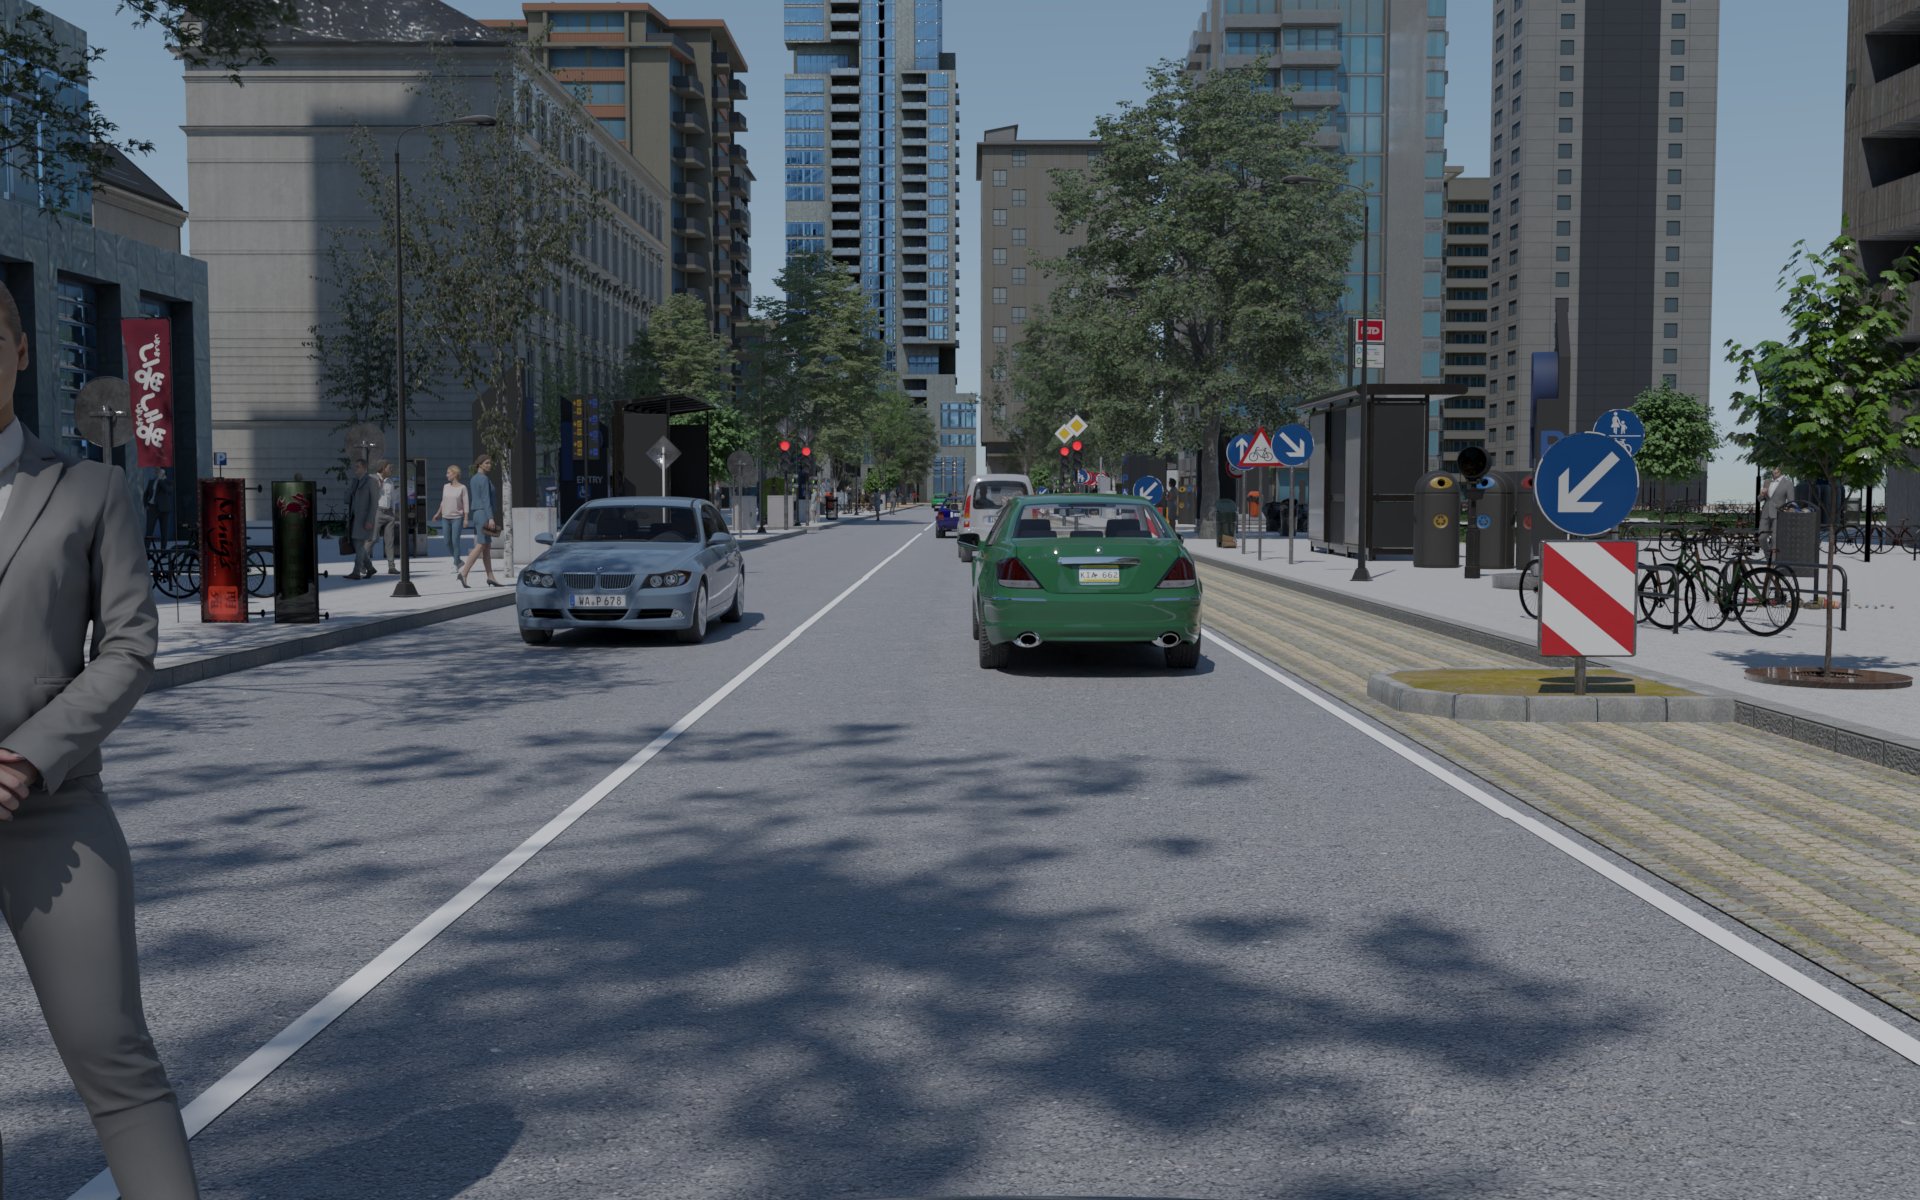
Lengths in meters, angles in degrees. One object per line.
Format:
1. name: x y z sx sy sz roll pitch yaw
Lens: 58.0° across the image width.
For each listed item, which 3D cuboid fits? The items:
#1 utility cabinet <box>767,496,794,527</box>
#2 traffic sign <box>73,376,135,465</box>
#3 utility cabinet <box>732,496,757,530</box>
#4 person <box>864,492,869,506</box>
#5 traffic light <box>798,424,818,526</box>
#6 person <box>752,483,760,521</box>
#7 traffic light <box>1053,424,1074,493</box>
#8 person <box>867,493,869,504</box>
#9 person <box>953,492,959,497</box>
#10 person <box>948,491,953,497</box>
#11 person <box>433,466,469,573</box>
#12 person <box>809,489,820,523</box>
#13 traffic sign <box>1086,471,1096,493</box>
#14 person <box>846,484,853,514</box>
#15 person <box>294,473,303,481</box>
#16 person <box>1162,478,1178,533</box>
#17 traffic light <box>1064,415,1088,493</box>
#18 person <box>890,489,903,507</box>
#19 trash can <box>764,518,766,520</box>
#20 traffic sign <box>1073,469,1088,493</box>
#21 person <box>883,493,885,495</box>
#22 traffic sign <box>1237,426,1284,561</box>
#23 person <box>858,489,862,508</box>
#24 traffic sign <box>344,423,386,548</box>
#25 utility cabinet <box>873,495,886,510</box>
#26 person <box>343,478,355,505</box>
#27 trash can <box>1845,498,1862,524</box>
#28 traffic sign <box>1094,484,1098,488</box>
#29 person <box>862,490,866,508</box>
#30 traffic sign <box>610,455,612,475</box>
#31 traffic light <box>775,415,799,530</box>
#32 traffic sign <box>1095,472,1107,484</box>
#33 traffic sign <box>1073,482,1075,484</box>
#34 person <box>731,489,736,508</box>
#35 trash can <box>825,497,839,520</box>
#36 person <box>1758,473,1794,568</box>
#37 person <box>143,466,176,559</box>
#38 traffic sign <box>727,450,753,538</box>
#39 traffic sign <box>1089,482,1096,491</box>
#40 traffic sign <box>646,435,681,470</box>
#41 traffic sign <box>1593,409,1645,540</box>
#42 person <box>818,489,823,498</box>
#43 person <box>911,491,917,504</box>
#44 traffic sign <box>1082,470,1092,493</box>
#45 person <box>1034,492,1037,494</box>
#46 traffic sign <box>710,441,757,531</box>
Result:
1. utility cabinet: -7.090 -3.504 68.444 1.020 1.237 0.306 0 4 -3
2. traffic sign: -9.234 -1.142 18.779 0.768 2.556 0.104 0 4 3
3. utility cabinet: -7.674 -3.092 61.715 0.306 1.237 1.020 2 4 34
4. person: -9.811 -10.686 181.477 1.217 1.735 0.721 3 4 38
5. traffic light: -6.105 -4.920 69.363 0.839 4.253 0.868 0 4 0
6. person: -9.344 -4.559 80.932 0.721 1.781 0.623 1 4 10
7. traffic light: 4.156 -4.917 69.318 0.839 4.253 0.868 0 4 0
8. person: -10.407 -11.393 195.572 0.557 1.426 1.065 3 5 42
9. person: -0.488 -12.497 213.514 1.217 1.739 0.721 3 5 45
10. person: -1.085 -12.224 208.812 0.683 1.767 0.568 -1 4 -10
11. person: -8.247 -1.313 28.180 0.731 1.740 0.598 1 4 11
12. person: -6.389 -4.218 76.012 0.522 1.701 0.512 0 4 1
13. traffic sign: 7.215 -5.930 97.056 0.768 2.556 0.104 0 4 6
14. person: -7.145 -6.491 111.530 0.474 1.900 0.648 0 4 -8
15. person: -15.289 -2.057 40.095 0.576 1.772 0.534 -1 4 -16
16. person: 6.479 -2.877 53.441 0.532 1.782 0.716 1 4 19
17. traffic light: 4.108 -4.429 61.333 0.839 4.253 0.868 0 4 0
18. person: -6.367 -10.296 174.392 1.348 1.822 0.705 0 4 6
19. trash can: -9.133 -4.340 82.620 0.748 1.137 0.748 0 3 0
20. traffic sign: 5.963 -5.255 86.023 0.768 2.556 0.104 0 4 4
21. person: -9.615 -12.702 215.196 0.415 1.643 0.593 3 5 42
22. traffic sign: 5.775 -2.036 33.298 0.884 2.594 0.081 0 4 8
23. person: -9.442 -9.407 160.565 0.721 1.735 1.217 2 4 30
24. traffic sign: -10.643 -1.889 30.996 0.768 2.556 0.104 0 4 4
25. utility cabinet: -6.521 -7.865 139.749 1.020 1.237 0.306 1 4 12
26. person: -19.934 -3.128 57.165 0.713 1.824 0.794 0 4 3
27. trash can: 36.234 -3.590 70.350 0.748 1.137 0.748 0 3 0
28. traffic sign: 10.825 -8.196 136.141 0.606 2.300 0.079 0 4 4
29. person: -9.067 -9.620 164.059 0.721 1.736 1.217 0 4 1
30. traffic sign: -10.069 -3.014 49.282 0.884 2.594 0.081 0 4 5
31. traffic light: -6.153 -4.432 61.378 0.839 4.253 0.868 0 4 0
32. traffic sign: 8.142 -6.115 100.092 0.768 2.556 0.104 1 4 9
33. traffic sign: 9.357 -8.845 144.619 0.884 2.594 0.081 0 4 5
34. person: -17.721 -7.896 135.699 0.519 1.759 0.362 -2 4 -30
35. trash can: -6.300 -4.496 85.157 0.748 1.137 0.748 0 3 0
36. person: 13.515 -1.388 28.698 0.622 1.834 0.822 3 5 43
37. person: -15.954 -1.776 34.444 0.648 1.900 0.474 -1 4 -12
38. traffic sign: -6.389 -3.074 50.361 0.768 2.556 0.104 0 4 4
39. traffic sign: 9.089 -7.293 119.347 0.768 2.556 0.104 0 4 2
40. traffic sign: -6.672 -2.398 38.944 0.795 2.593 0.064 0 4 2
41. traffic sign: 9.841 -1.582 25.976 0.768 2.556 0.104 0 4 2
42. person: -12.108 -8.687 148.752 0.721 1.739 1.217 2 4 25
43. person: -5.862 -13.194 224.153 1.348 1.831 0.705 2 4 31
44. traffic sign: 6.558 -5.582 91.375 0.768 2.556 0.104 0 4 2
45. person: 9.490 -12.994 218.435 1.348 1.831 0.705 2 4 23
46. traffic sign: -8.252 -4.091 60.757 2.265 3.308 0.079 0 4 8
